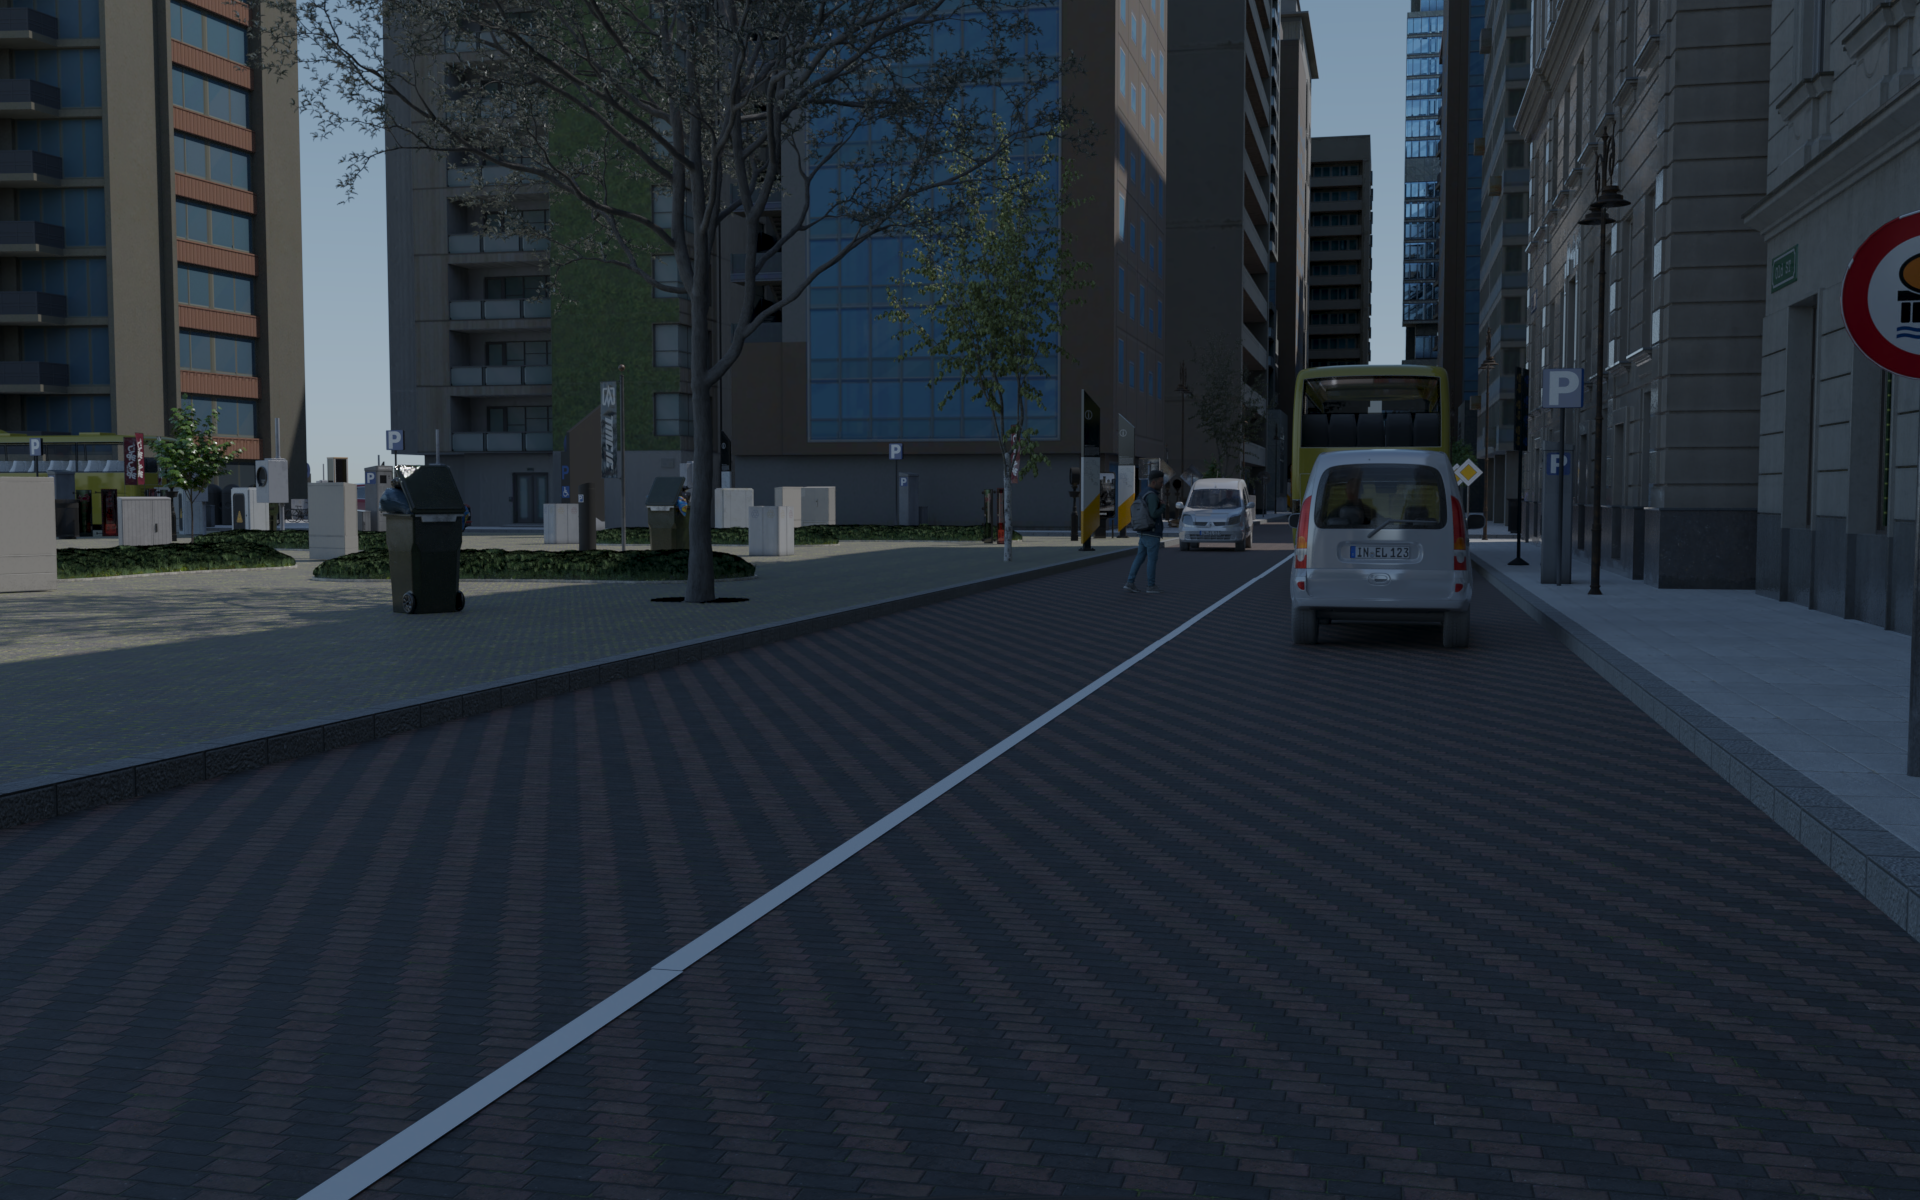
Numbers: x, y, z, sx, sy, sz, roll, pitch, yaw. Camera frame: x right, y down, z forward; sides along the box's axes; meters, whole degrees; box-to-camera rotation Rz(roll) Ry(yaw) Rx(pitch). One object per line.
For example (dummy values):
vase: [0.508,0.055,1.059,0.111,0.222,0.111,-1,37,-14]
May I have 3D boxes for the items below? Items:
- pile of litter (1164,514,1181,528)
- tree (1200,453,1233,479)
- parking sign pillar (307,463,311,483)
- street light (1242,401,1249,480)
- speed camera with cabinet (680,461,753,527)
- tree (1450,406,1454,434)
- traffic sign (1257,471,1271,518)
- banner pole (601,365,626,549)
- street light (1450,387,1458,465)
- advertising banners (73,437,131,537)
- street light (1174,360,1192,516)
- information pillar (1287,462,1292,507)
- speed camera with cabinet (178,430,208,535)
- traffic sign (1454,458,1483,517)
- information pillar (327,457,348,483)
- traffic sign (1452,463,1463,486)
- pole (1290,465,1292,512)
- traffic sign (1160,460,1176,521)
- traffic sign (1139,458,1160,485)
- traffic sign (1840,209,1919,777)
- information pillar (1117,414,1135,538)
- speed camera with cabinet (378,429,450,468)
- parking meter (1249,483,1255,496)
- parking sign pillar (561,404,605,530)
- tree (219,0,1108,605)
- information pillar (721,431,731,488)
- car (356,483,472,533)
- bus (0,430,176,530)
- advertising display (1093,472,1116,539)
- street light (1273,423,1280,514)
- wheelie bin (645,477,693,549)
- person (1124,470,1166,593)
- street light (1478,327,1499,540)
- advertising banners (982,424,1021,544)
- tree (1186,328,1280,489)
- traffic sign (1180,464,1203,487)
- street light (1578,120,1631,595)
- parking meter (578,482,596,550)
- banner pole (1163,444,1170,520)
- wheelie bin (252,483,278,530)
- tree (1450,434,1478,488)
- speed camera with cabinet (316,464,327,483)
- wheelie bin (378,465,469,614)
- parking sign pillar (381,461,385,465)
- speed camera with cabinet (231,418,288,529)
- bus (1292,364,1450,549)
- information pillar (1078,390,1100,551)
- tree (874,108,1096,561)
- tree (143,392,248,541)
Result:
pile of litter: [8.497,-3.204,66.356,1.719,0.858,1.176,-1,4,-13]
tree: [11.814,-5.282,80.969,1.663,3.219,1.824,0,3,0]
parking sign pillar: [-39.647,-7.093,104.439,1.447,3.967,1.447,1,4,9]
street light: [14.095,-6.929,86.069,0.468,5.910,1.993,1,4,14]
speed camera with cabinet: [-6.951,-3.374,49.494,2.038,3.252,0.660,-2,4,-31]
tree: [33.110,-10.630,124.163,4.737,8.622,4.395,0,3,0]
traffic sign: [16.608,-5.789,94.755,0.768,2.556,0.104,1,4,21]
banner pole: [-6.718,-2.673,33.718,0.863,3.779,0.401,3,4,39]
street light: [21.340,-6.267,75.252,0.468,5.910,1.993,1,4,14]
advertising banners: [-25.795,-3.440,52.427,0.090,3.025,2.074,3,4,38]
street light: [7.697,-5.327,59.878,0.468,5.910,1.993,1,4,14]
information pillar: [23.388,-8.027,122.603,0.183,3.616,0.504,-3,4,-38]
speed camera with cabinet: [-23.779,-3.629,53.666,0.660,3.252,2.038,-2,4,-32]
traffic sign: [14.249,-2.749,48.592,0.795,2.450,0.064,1,4,14]
information pillar: [-12.412,-1.841,34.584,0.304,2.012,0.304,3,5,44]
traffic sign: [16.149,-3.224,56.349,0.795,2.450,0.064,1,4,14]
pole: [23.308,-7.813,121.580,0.158,3.312,0.155,0,3,0]
traffic sign: [5.905,-2.875,50.650,0.795,2.450,0.064,1,4,14]
traffic sign: [5.376,-2.884,49.288,0.606,2.300,0.079,1,4,20]
traffic sign: [4.356,-0.471,7.806,0.768,2.556,0.104,1,4,18]
information pillar: [4.841,-3.617,50.489,0.504,3.616,0.183,1,4,21]
speed camera with cabinet: [-16.691,-3.585,52.959,2.038,3.252,0.660,0,4,3]
parking meter: [15.395,-5.235,91.297,0.255,1.863,0.399,2,4,26]
parking sign pillar: [-11.223,-3.856,51.519,1.447,3.967,1.447,3,4,39]
tree: [-2.953,-6.722,20.276,12.009,13.543,11.850,0,3,0]
information pillar: [-8.630,-4.440,63.941,0.504,3.616,0.183,3,5,44]
car: [-19.365,-3.120,59.687,5.304,1.827,2.281,1,4,15]
bus: [-35.129,-4.475,64.716,12.252,3.916,2.896,1,4,14]
advertising display: [4.024,-2.729,49.831,0.974,1.923,0.123,-2,4,-24]
street light: [20.481,-8.531,112.262,0.468,5.910,1.993,1,4,14]
wheelie bin: [-5.279,-1.440,31.446,0.980,1.594,0.693,2,4,25]
person: [2.746,-0.993,25.086,0.721,1.781,0.623,-2,4,-28]
street light: [14.628,-4.606,48.091,0.468,5.910,1.993,1,4,14]
advertising banners: [1.056,-2.937,44.213,0.090,3.025,2.074,-2,4,-26]
tree: [11.752,-7.710,76.415,4.360,8.622,3.978,0,3,0]
traffic sign: [7.806,-3.350,58.407,0.795,2.450,0.064,1,4,14]
street light: [8.106,-3.006,21.931,0.468,5.910,1.993,1,4,14]
parking meter: [-8.056,-1.775,37.432,0.372,1.533,0.369,0,3,0]
banner pole: [10.278,-5.872,86.024,0.401,3.779,0.863,0,4,0]
wheelie bin: [-20.137,-2.584,50.151,0.693,1.594,0.980,2,4,27]
tree: [26.162,-6.667,92.716,4.285,4.588,4.351,0,3,0]
speed camera with cabinet: [-41.155,-7.300,113.693,2.038,3.252,0.660,-3,5,-43]
wheelie bin: [-5.837,-0.664,18.764,0.693,1.594,0.980,3,5,42]
parking sign pillar: [-47.794,-9.473,143.358,1.447,3.967,1.447,-3,5,-42]
speed camera with cabinet: [-18.379,-3.123,45.402,2.038,3.252,0.660,3,5,41]
bus: [8.194,-2.617,34.332,2.896,3.916,12.252,1,4,14]
information pillar: [2.932,-2.916,39.025,0.504,3.616,0.183,-2,4,-33]
tree: [0.746,-5.036,32.699,4.737,8.622,4.395,0,3,0]
tree: [-14.772,-2.351,33.047,1.663,3.219,1.824,0,3,0]
